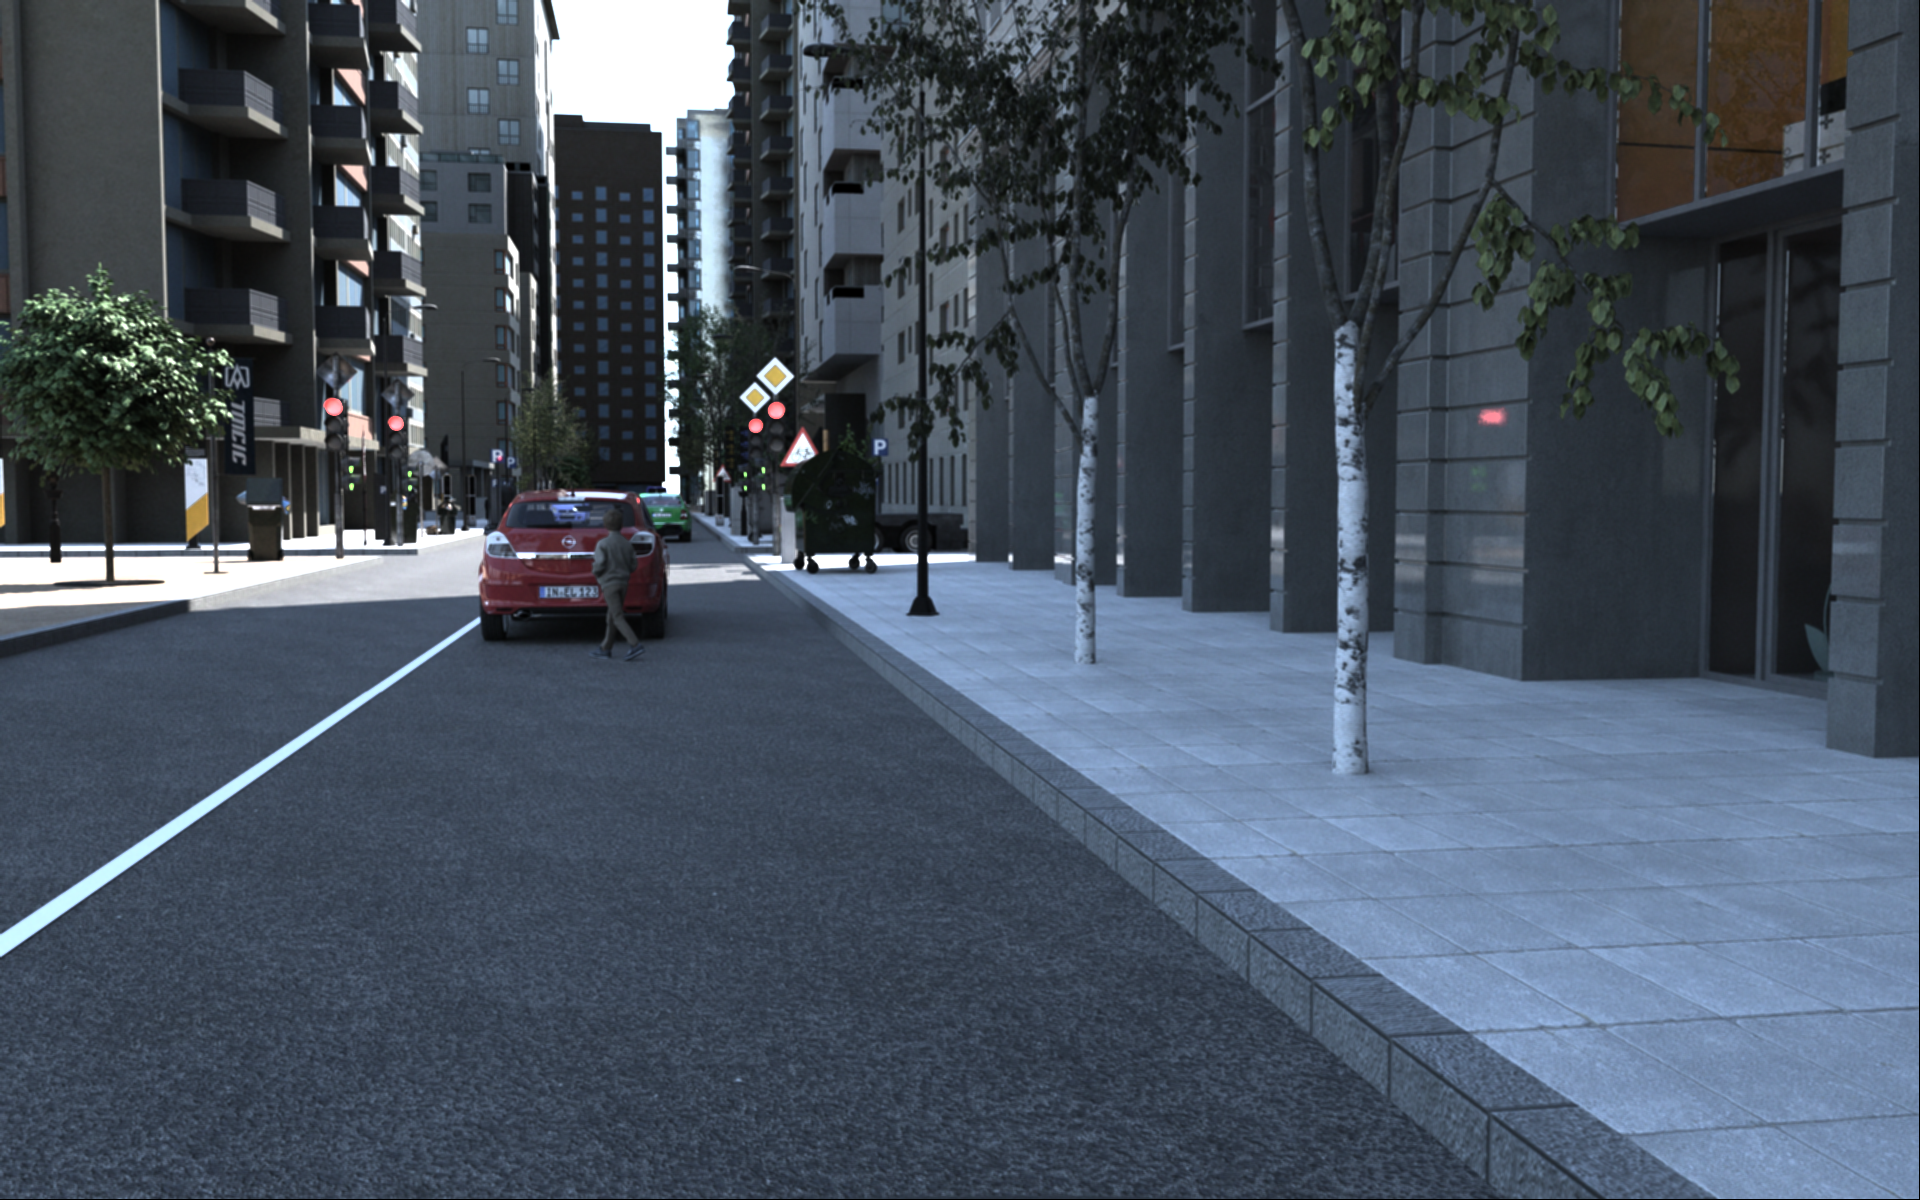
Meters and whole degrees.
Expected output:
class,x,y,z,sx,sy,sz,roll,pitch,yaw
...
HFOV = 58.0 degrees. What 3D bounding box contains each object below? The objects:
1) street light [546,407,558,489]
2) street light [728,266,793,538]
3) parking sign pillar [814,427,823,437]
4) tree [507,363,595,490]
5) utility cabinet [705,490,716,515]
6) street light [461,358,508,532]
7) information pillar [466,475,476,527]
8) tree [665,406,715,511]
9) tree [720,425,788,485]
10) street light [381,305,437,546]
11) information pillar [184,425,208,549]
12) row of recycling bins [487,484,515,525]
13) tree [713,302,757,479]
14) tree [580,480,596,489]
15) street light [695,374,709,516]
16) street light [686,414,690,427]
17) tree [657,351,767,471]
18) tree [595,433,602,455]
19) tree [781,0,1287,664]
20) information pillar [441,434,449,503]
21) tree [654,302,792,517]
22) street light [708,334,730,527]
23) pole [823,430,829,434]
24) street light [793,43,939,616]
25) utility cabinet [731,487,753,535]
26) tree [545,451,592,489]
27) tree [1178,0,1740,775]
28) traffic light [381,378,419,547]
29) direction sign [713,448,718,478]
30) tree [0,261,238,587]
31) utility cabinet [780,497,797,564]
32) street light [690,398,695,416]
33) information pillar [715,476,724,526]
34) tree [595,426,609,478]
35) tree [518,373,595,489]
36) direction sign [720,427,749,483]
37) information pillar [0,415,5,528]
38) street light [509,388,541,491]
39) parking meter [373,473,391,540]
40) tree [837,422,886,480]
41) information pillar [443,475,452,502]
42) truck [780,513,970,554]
class,x,y,z,sx,sy,sz,roll,pitch,yaw
street light,-22.145,-7.334,92.458,1.470,5.913,1.316,-1,4,-10
street light,-3.918,-3.852,35.528,1.470,5.913,1.316,-1,4,-10
parking sign pillar,-5.758,-5.007,70.337,1.447,3.967,1.447,-2,4,-27
tree,-23.675,-9.045,98.250,4.737,8.622,4.395,0,3,0
utility cabinet,-14.887,-5.783,103.227,0.318,1.500,1.173,1,4,13
street light,-16.448,-5.310,59.364,1.470,5.913,1.316,-1,4,-10
information pillar,-19.186,-3.878,67.895,0.304,2.012,0.304,-3,5,-43
tree,-20.042,-11.098,131.813,4.737,8.622,4.395,0,3,0
tree,-9.167,-5.707,77.017,4.285,4.588,4.351,0,3,0
street light,-13.523,-4.282,42.556,1.470,5.913,1.316,-1,4,-10
information pillar,-17.819,-2.997,40.354,0.504,3.616,0.183,-1,4,-16
row of recycling bins,-19.244,-4.004,72.574,1.069,1.692,3.534,-1,4,-10
tree,-7.202,-6.913,63.390,4.360,8.622,3.978,0,3,0
tree,-39.760,-11.710,186.064,1.663,3.219,1.824,0,3,0
street light,-9.395,-5.793,67.256,1.470,5.913,1.316,-1,4,-10
street light,-15.100,-7.848,100.848,1.470,5.913,1.316,-1,4,-10
tree,-15.550,-10.736,109.939,7.601,10.594,8.767,0,4,4
tree,-30.556,-11.380,136.430,4.737,8.622,4.395,0,3,0
tree,0.862,-3.838,13.112,4.360,8.622,3.978,0,3,0
information pillar,-20.141,-4.673,67.758,0.183,3.616,0.504,0,4,8
tree,-13.064,-10.376,95.401,9.928,11.665,9.643,0,3,0
street light,-6.497,-4.773,50.577,1.470,5.913,1.316,-1,4,-10
pole,-4.240,-3.738,54.956,0.158,3.312,0.155,0,3,0
street light,-0.929,-2.787,18.113,1.470,5.913,1.316,-1,4,-10
utility cabinet,-6.578,-2.784,54.193,1.173,1.500,0.318,-2,4,-31
tree,-28.282,-8.632,124.846,4.285,4.588,4.351,0,3,0
tree,1.831,-3.494,7.493,4.737,8.622,4.395,0,3,0
traffic light,-13.584,-3.245,41.983,0.839,4.253,0.868,-1,4,-10
direction sign,-11.953,-5.756,86.111,0.379,3.537,0.876,2,4,34
tree,-12.202,-2.501,24.599,4.285,4.588,4.351,0,3,0
utility cabinet,-3.163,-1.281,32.101,0.306,1.237,1.020,0,4,-5
street light,-12.180,-6.805,83.808,1.470,5.913,1.316,-1,4,-10
information pillar,-9.742,-4.019,70.207,0.304,2.012,0.304,-1,4,-17
tree,-37.308,-13.645,173.459,4.360,8.622,3.978,0,3,0
tree,-24.718,-9.436,104.642,4.360,8.622,3.978,0,3,0
direction sign,-7.530,-4.072,58.571,0.876,3.537,0.379,-2,4,-31
information pillar,-22.572,-2.995,40.319,0.504,3.616,0.183,-1,4,-20
street light,-19.319,-6.322,75.913,1.470,5.913,1.316,-1,4,-10
parking meter,-16.034,-2.591,48.067,0.399,1.863,0.255,-3,5,-43
tree,-3.069,-3.197,46.865,1.663,3.219,1.824,0,3,0
information pillar,-19.374,-3.730,65.480,0.304,2.012,0.304,-1,4,-14
truck,5.217,-3.105,40.529,18.799,4.110,2.967,-1,4,-9
